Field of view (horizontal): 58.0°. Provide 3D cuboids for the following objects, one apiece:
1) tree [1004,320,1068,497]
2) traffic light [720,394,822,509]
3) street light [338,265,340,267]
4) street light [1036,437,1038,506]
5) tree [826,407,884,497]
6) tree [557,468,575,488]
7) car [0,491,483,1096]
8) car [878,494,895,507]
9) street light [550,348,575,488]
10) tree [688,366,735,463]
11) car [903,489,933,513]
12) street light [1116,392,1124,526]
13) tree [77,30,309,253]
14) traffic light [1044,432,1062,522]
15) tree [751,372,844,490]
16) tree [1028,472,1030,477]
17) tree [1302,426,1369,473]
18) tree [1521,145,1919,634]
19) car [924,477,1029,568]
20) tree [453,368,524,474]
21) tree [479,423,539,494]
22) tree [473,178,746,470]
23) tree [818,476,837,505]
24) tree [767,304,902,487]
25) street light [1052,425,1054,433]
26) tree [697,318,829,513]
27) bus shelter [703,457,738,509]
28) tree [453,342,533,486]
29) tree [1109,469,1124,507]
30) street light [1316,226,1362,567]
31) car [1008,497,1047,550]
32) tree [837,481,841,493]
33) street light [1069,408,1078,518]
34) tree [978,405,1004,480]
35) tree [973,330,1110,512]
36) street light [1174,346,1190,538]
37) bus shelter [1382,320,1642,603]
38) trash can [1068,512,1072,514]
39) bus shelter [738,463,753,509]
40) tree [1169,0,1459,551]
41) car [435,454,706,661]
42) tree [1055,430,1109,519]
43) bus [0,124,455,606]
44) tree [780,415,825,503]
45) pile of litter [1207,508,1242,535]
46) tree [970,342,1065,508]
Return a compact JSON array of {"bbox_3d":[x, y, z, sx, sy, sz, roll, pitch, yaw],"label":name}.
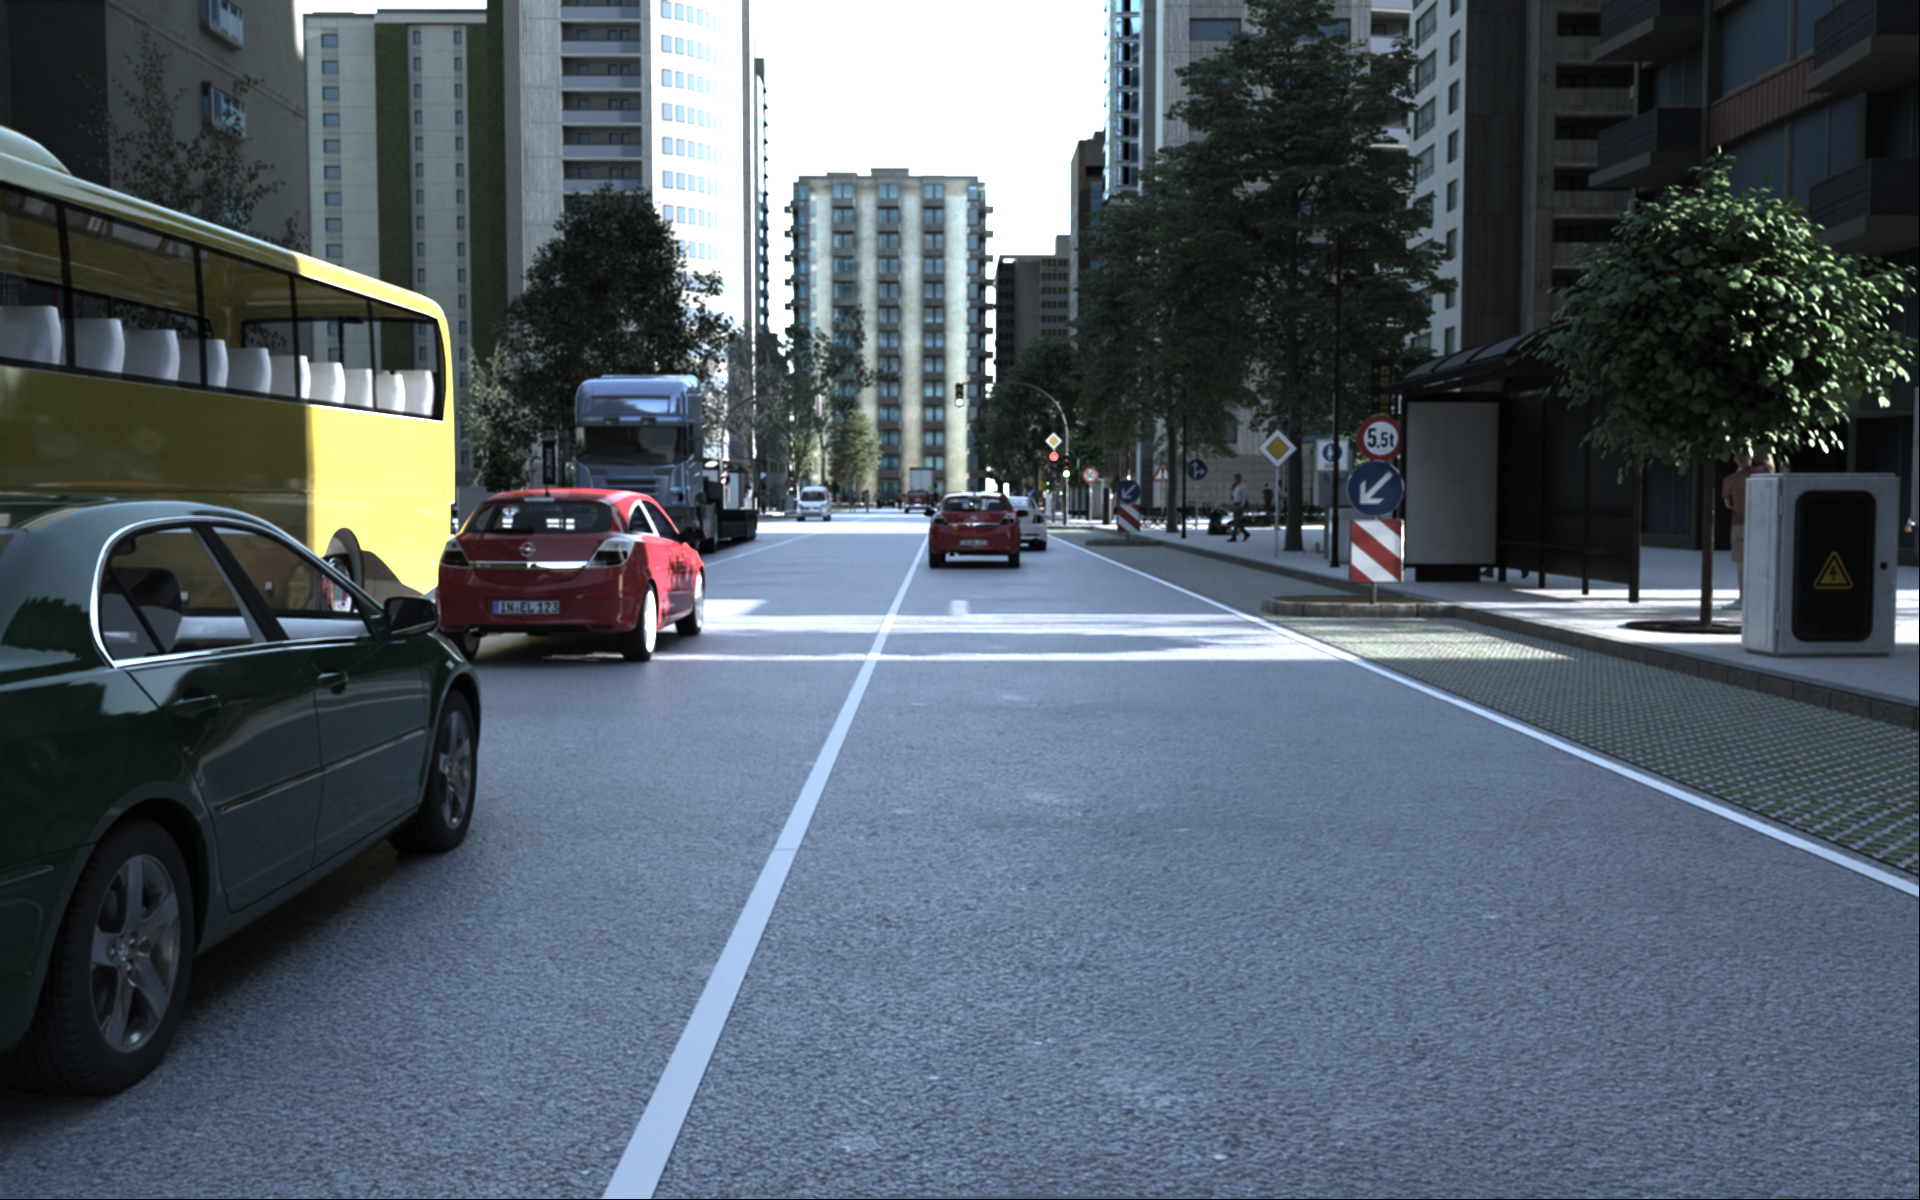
[{"bbox_3d":[6.765,-8.496,57.038,7.486,12.596,7.792,0,3,0],"label":"tree"},{"bbox_3d":[-8.641,-6.358,78.614,4.771,5.953,1.251,0,4,0],"label":"traffic light"},{"bbox_3d":[-12.503,-3.809,35.065,0.468,5.910,1.993,0,4,0],"label":"street light"},{"bbox_3d":[5.920,-9.816,133.273,0.468,5.910,1.993,0,4,0],"label":"street light"},{"bbox_3d":[-13.574,-18.895,227.061,7.486,12.596,7.792,0,3,0],"label":"tree"},{"bbox_3d":[-29.364,-8.316,130.571,1.663,3.219,1.824,0,3,0],"label":"tree"},{"bbox_3d":[-2.907,0.383,5.543,2.131,1.459,4.920,0,4,-1],"label":"car"},{"bbox_3d":[-7.975,-10.934,188.557,2.009,1.686,4.222,0,4,0],"label":"car"},{"bbox_3d":[-12.568,-5.019,54.855,0.468,5.910,1.993,0,4,0],"label":"street light"},{"bbox_3d":[-13.614,-8.401,87.712,4.360,8.622,3.978,0,3,0],"label":"tree"},{"bbox_3d":[-3.165,-7.457,130.594,2.281,1.827,5.304,0,4,-1],"label":"car"},{"bbox_3d":[6.395,-5.922,69.609,0.468,5.910,1.993,0,4,0],"label":"street light"},{"bbox_3d":[-12.421,-4.749,28.009,4.360,8.622,3.978,0,3,0],"label":"tree"},{"bbox_3d":[4.228,-5.490,78.690,0.839,4.253,0.868,0,4,0],"label":"traffic light"},{"bbox_3d":[-13.754,-13.398,144.818,9.928,11.665,9.643,0,3,0],"label":"tree"},{"bbox_3d":[6.957,-14.392,185.675,4.737,8.622,4.395,0,3,0],"label":"tree"},{"bbox_3d":[18.254,-6.105,83.530,4.285,4.588,4.351,0,3,0],"label":"tree"},{"bbox_3d":[7.063,-2.003,16.458,4.285,4.588,4.351,0,3,0],"label":"tree"},{"bbox_3d":[0.321,-1.597,35.151,2.155,1.783,4.494,0,4,2],"label":"car"},{"bbox_3d":[-27.469,-9.223,101.155,4.737,8.622,4.395,0,3,0],"label":"tree"},{"bbox_3d":[-12.594,-3.214,47.154,1.663,3.219,1.824,0,3,0],"label":"tree"},{"bbox_3d":[-12.647,-8.930,63.007,9.611,12.733,9.660,0,3,0],"label":"tree"},{"bbox_3d":[-14.107,-11.484,182.372,1.663,3.219,1.824,0,3,0],"label":"tree"},{"bbox_3d":[-12.330,-19.305,171.519,12.611,20.169,13.585,0,3,0],"label":"tree"},{"bbox_3d":[6.083,-8.601,113.414,0.468,5.910,1.993,0,4,0],"label":"street light"},{"bbox_3d":[-14.313,-12.845,120.388,12.009,13.543,11.850,0,3,0],"label":"tree"},{"bbox_3d":[-14.130,-6.390,98.399,2.014,3.302,5.546,0,4,0],"label":"bus shelter"},{"bbox_3d":[-22.048,-8.043,81.867,4.360,8.622,3.978,0,3,0],"label":"tree"},{"bbox_3d":[12.036,-8.483,133.305,1.663,3.219,1.824,0,3,0],"label":"tree"},{"bbox_3d":[6.574,-3.512,30.202,0.468,5.910,1.993,0,4,0],"label":"street light"},{"bbox_3d":[1.243,-2.022,45.424,2.083,1.381,4.827,0,4,-1],"label":"car"},{"bbox_3d":[-15.140,-13.060,208.136,1.663,3.219,1.824,0,3,0],"label":"tree"},{"bbox_3d":[6.128,-7.383,93.506,0.468,5.910,1.993,0,4,0],"label":"street light"},{"bbox_3d":[5.672,-15.546,172.298,7.486,12.596,7.792,0,3,0],"label":"tree"},{"bbox_3d":[6.197,-12.509,121.528,9.611,12.733,9.660,0,3,0],"label":"tree"},{"bbox_3d":[6.496,-4.729,50.101,0.468,5.910,1.993,0,4,0],"label":"street light"},{"bbox_3d":[7.233,-1.766,22.793,2.014,3.302,5.546,0,4,0],"label":"bus shelter"},{"bbox_3d":[7.018,-5.991,109.611,0.748,1.137,0.748,0,3,0],"label":"trash can"},{"bbox_3d":[-14.624,-7.177,111.261,2.014,3.302,5.546,0,4,0],"label":"bus shelter"},{"bbox_3d":[7.361,-7.406,39.220,7.486,12.596,7.792,0,3,0],"label":"tree"},{"bbox_3d":[-3.540,-0.446,16.338,2.155,1.783,4.494,0,4,0],"label":"car"},{"bbox_3d":[6.166,-6.466,89.434,4.285,4.588,4.351,0,3,0],"label":"tree"},{"bbox_3d":[-6.923,-1.306,12.896,2.896,3.916,12.252,0,4,1],"label":"bus"},{"bbox_3d":[-14.247,-12.450,153.917,4.737,8.622,4.395,0,3,0],"label":"tree"},{"bbox_3d":[8.331,-2.497,54.786,1.176,0.858,1.719,1,4,21],"label":"pile of litter"},{"bbox_3d":[6.194,-14.520,144.060,9.857,13.997,8.962,0,3,0],"label":"tree"}]
